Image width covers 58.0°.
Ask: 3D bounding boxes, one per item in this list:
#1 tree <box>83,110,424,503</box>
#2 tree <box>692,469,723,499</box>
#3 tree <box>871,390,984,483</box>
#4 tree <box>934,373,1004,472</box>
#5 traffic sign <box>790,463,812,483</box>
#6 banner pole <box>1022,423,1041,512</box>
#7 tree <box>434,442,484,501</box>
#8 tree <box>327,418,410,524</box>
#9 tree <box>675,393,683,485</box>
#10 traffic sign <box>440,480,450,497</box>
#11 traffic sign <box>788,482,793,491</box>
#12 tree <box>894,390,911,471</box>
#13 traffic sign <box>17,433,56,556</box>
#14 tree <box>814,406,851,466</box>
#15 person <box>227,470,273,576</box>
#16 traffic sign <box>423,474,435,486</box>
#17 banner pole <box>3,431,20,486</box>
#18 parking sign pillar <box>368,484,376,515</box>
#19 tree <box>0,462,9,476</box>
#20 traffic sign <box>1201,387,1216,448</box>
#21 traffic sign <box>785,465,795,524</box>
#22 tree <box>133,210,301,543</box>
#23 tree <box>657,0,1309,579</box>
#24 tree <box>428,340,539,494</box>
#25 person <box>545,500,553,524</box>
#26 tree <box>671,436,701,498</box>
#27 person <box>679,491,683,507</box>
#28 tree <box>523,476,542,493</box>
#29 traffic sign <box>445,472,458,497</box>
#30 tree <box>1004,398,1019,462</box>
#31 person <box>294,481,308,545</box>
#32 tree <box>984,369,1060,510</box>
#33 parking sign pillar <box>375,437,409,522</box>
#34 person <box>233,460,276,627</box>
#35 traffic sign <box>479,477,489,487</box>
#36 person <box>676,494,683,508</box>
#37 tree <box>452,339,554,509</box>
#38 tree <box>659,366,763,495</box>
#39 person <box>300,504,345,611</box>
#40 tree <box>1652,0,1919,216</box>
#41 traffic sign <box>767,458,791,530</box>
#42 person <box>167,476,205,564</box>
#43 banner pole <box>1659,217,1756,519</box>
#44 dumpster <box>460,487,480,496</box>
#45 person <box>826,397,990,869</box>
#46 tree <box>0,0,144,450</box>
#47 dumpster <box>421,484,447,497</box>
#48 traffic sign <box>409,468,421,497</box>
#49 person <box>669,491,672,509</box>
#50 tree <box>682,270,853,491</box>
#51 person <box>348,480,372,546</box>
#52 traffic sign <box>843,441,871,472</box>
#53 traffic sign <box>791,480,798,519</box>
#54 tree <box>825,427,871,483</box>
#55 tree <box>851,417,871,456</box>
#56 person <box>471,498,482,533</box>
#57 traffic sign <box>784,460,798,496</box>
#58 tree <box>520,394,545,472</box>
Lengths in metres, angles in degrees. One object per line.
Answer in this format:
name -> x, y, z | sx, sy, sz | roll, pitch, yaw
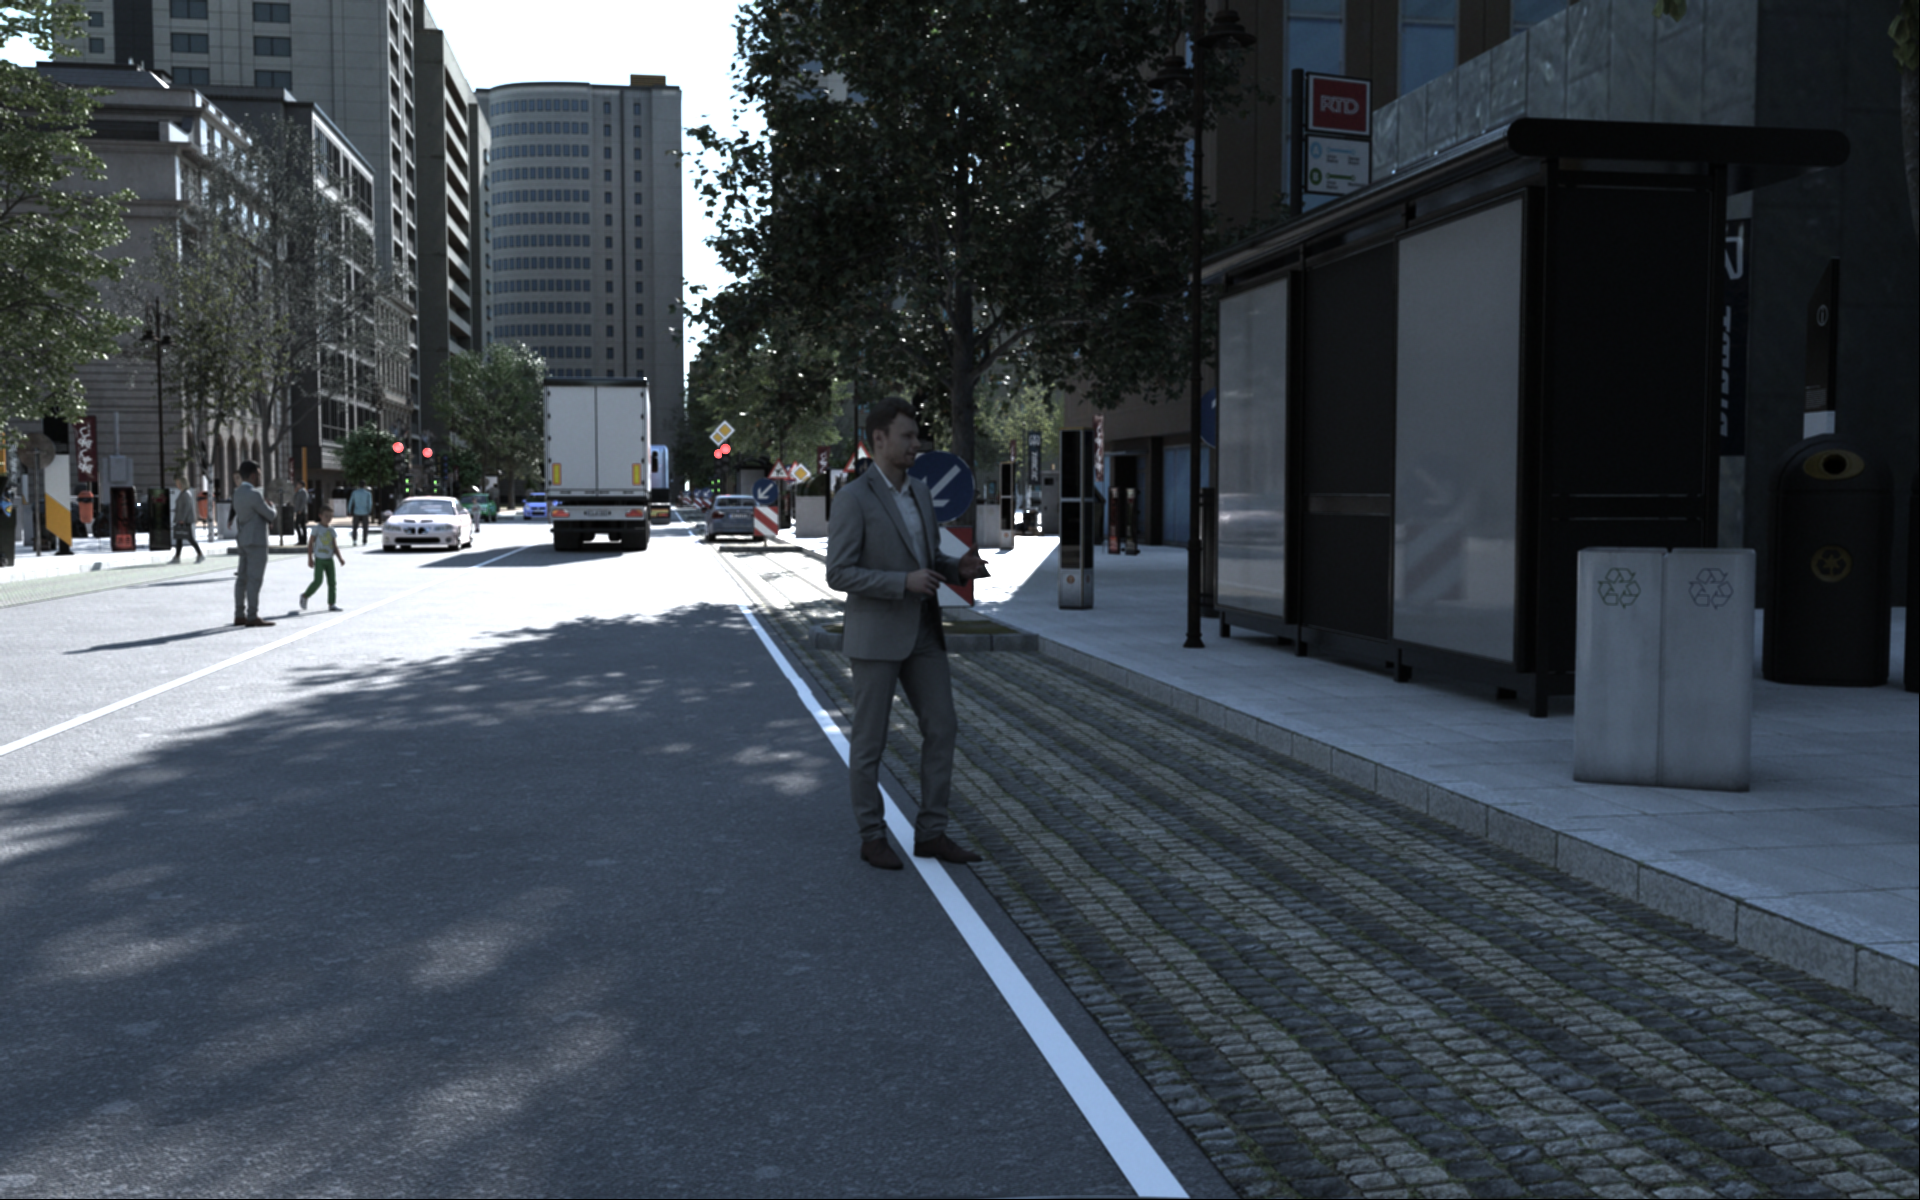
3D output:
tree -> -21.954, -8.837, 54.862 | 12.009, 13.543, 11.850 | 0, 3, 0
tree -> -24.169, -11.236, 167.415 | 4.285, 4.588, 4.351 | 0, 3, 0
tree -> -1.771, -8.831, 94.747 | 4.360, 8.622, 3.978 | 0, 3, 0
tree -> 0.281, -13.782, 143.465 | 7.486, 12.596, 7.792 | 0, 3, 0
traffic sign -> -5.866, -3.832, 63.842 | 0.795, 2.450, 0.064 | 0, 4, -6
banner pole -> 2.474, -4.342, 61.003 | 0.863, 3.779, 0.401 | -1, 4, -12
tree -> -31.551, -7.678, 109.254 | 4.285, 4.588, 4.351 | 0, 3, 0
tree -> -25.385, -5.552, 74.492 | 4.285, 4.588, 4.351 | 0, 3, 0
tree -> -14.082, -11.732, 109.945 | 7.486, 12.596, 7.792 | 0, 3, 0
traffic sign -> -30.484, -6.149, 102.671 | 0.606, 2.300, 0.079 | -1, 4, -8
traffic sign -> -8.670, -5.336, 87.345 | 0.768, 2.556, 0.104 | 0, 4, -7
tree -> -3.690, -9.515, 105.940 | 4.737, 8.622, 4.395 | 0, 3, 0
traffic sign -> -19.139, -2.189, 35.901 | 0.768, 2.556, 0.104 | 0, 4, -5
tree -> -10.194, -11.638, 140.650 | 4.360, 8.622, 3.978 | 0, 3, 0
person -> -12.325, -1.317, 29.812 | 0.659, 1.850, 0.755 | 1, 4, 19
traffic sign -> -26.943, -5.246, 87.897 | 0.606, 2.300, 0.079 | 0, 4, 0
banner pole -> -37.941, -4.843, 69.203 | 0.401, 3.779, 0.863 | 2, 4, 29
parking sign pillar -> -35.705, -7.129, 105.035 | 1.447, 3.967, 1.447 | -1, 4, -12
tree -> -31.233, -3.695, 55.020 | 1.663, 3.219, 1.824 | 0, 3, 0
traffic sign -> 3.111, -1.232, 20.255 | 0.768, 2.556, 0.104 | 0, 4, 0
traffic sign -> -7.332, -4.574, 74.892 | 0.768, 2.556, 0.104 | 0, 4, -3
tree -> -19.784, -5.835, 45.772 | 4.360, 8.622, 3.978 | 0, 3, 0
tree -> 0.110, -6.686, 26.332 | 9.611, 12.733, 9.660 | 0, 3, 0
tree -> -31.955, -11.657, 116.346 | 9.928, 11.665, 9.643 | 0, 3, 0
person -> -19.502, -4.510, 82.573 | 0.599, 1.781, 0.374 | 3, 5, 39
tree -> -31.705, -16.816, 209.346 | 8.767, 10.594, 7.601 | 3, 5, 40
person -> -28.713, -10.339, 178.093 | 0.434, 1.755, 0.990 | 0, 4, 5
tree -> -39.627, -10.105, 159.818 | 1.663, 3.219, 1.824 | 0, 3, 0
traffic sign -> -29.948, -6.229, 101.951 | 0.768, 2.556, 0.104 | 0, 4, -4
tree -> 4.850, -10.535, 122.607 | 4.737, 8.622, 4.395 | 0, 3, 0
person -> -18.399, -2.423, 48.295 | 0.473, 1.802, 0.592 | 0, 4, -5
tree -> 3.823, -8.980, 97.182 | 4.360, 8.622, 3.978 | 0, 3, 0
parking sign pillar -> -26.611, -5.689, 81.485 | 1.447, 3.967, 1.447 | -1, 4, -20
person -> -7.657, -0.623, 18.871 | 0.511, 1.800, 0.466 | 2, 4, 29
traffic sign -> -34.729, -7.721, 126.338 | 0.768, 2.556, 0.104 | -1, 4, -9
person -> -28.534, -10.058, 176.139 | 0.628, 1.438, 0.799 | 2, 4, 30
tree -> -37.394, -14.517, 144.001 | 9.857, 13.997, 8.962 | 0, 3, 0
tree -> -18.015, -13.682, 134.063 | 12.009, 13.543, 11.850 | 0, 3, 0
person -> -7.843, -0.521, 21.271 | 0.590, 1.304, 0.306 | 1, 4, 19
tree -> 3.436, -3.396, 5.893 | 4.737, 8.622, 4.395 | 0, 3, 0
traffic sign -> -6.498, -3.801, 62.147 | 0.884, 2.594, 0.081 | -1, 4, -8
person -> -15.869, -1.640, 35.496 | 0.728, 1.800, 0.709 | -2, 4, -32
banner pole -> 5.988, -1.474, 14.113 | 0.863, 3.779, 0.401 | 3, 5, 40
dumpster -> -34.672, -7.135, 122.410 | 1.264, 1.857, 1.865 | -1, 4, -10
person -> -0.188, 0.126, 6.632 | 0.583, 1.804, 0.606 | 2, 4, 35
tree -> -17.879, -6.743, 28.375 | 7.486, 12.596, 7.792 | 0, 3, 0
dumpster -> -30.483, -5.783, 100.312 | 1.264, 1.857, 1.865 | -1, 4, -10
traffic sign -> -27.005, -5.230, 85.615 | 0.768, 2.556, 0.104 | 0, 4, -4
person -> -28.579, -9.861, 170.518 | 0.721, 1.735, 1.217 | -1, 4, -22
tree -> -8.454, -9.969, 81.118 | 7.486, 12.596, 7.792 | 0, 3, 0
person -> -16.584, -2.406, 47.855 | 0.660, 1.820, 0.620 | -1, 4, -12
traffic sign -> -2.419, -2.585, 42.270 | 0.884, 2.594, 0.081 | 0, 4, -4
traffic sign -> -8.684, -5.354, 89.661 | 0.606, 2.300, 0.079 | 0, 3, 0
tree -> -3.129, -3.375, 49.782 | 1.663, 3.219, 1.824 | 0, 3, 0
tree -> -5.285, -10.867, 128.032 | 4.360, 8.622, 3.978 | 0, 3, 0
person -> -17.970, -3.155, 64.360 | 0.425, 1.301, 0.394 | 0, 4, -2
traffic sign -> -6.353, -4.092, 66.909 | 0.884, 2.594, 0.081 | 0, 4, -1
tree -> -44.528, -17.024, 188.718 | 12.009, 13.543, 11.850 | 0, 3, 0
